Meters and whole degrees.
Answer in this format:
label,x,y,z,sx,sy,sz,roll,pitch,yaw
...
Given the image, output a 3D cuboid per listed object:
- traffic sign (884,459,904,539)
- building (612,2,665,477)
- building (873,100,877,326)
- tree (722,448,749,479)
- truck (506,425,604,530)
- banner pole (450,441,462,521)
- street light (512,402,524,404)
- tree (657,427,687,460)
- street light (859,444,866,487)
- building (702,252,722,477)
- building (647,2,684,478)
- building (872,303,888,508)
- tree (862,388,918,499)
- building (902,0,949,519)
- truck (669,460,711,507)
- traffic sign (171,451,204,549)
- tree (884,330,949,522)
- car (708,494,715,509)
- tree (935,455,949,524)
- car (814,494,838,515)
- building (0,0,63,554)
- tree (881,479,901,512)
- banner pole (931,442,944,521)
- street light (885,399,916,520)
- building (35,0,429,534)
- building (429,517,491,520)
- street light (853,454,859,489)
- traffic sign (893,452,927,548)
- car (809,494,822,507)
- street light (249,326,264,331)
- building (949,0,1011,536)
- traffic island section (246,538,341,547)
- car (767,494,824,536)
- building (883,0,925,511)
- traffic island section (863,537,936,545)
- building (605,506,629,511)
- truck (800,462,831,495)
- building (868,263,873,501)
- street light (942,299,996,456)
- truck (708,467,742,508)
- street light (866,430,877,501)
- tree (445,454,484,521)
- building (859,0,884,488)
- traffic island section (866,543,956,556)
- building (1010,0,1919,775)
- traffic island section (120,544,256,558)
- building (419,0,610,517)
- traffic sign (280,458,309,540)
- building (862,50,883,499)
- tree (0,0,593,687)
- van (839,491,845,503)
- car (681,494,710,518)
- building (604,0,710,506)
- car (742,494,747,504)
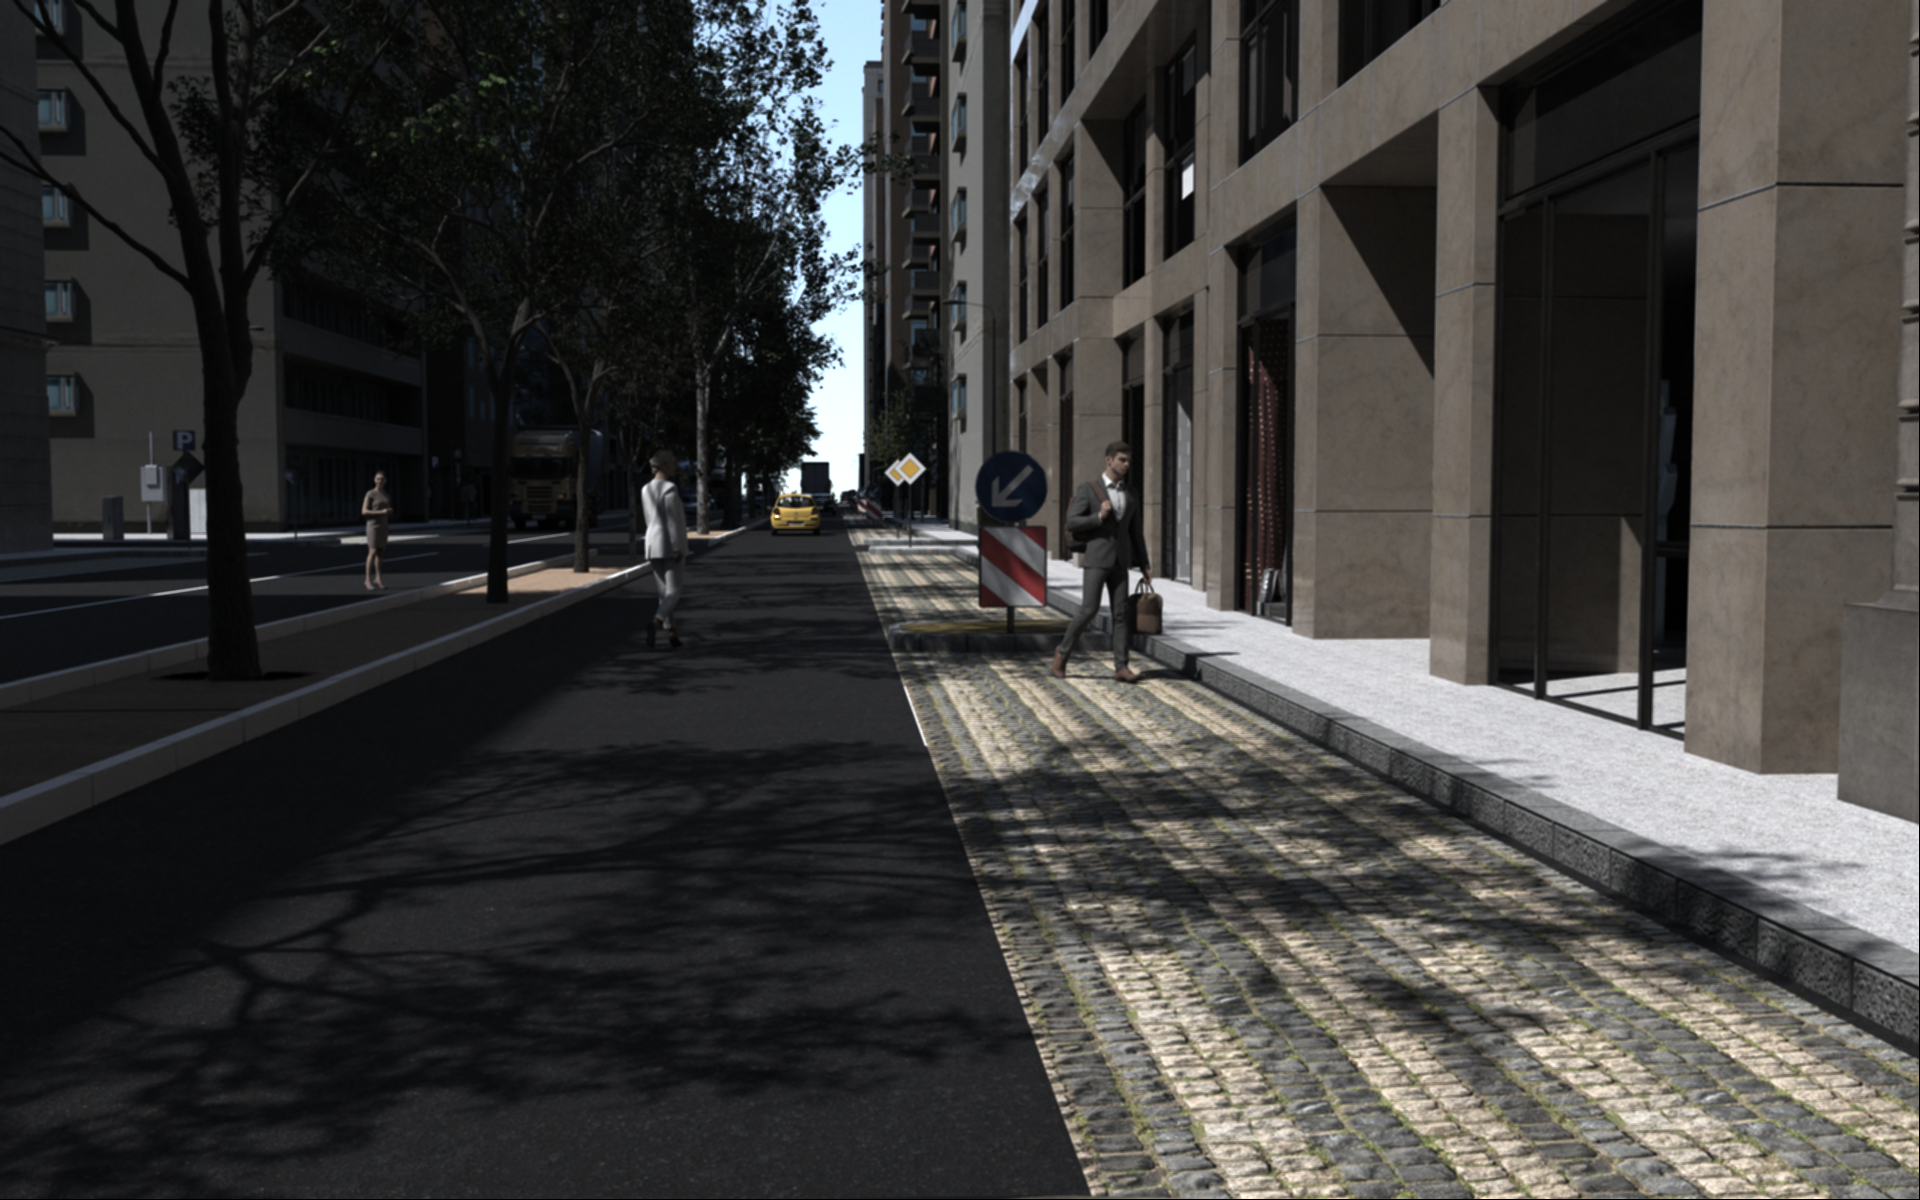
label,x,y,z,sx,sy,sz,roll,pitch,yaw
traffic sign,-1.773,-2.802,49.448,0.795,2.450,0.064,0,4,-4
building,-44.812,-35.943,176.905,28.713,52.752,27.495,0,4,-4
building,-2.578,-33.190,192.760,14.600,45.320,14.200,0,4,-4
tree,-37.704,-22.759,282.477,12.009,13.543,11.850,0,3,0
truck,-16.902,-5.128,72.759,2.839,4.237,11.283,0,4,-5
banner pole,-23.881,-5.628,82.031,0.401,3.779,0.863,2,4,31
street light,-22.733,-7.035,87.567,1.470,5.913,1.316,0,4,-4
tree,-31.744,-17.133,198.256,7.486,12.596,7.792,0,3,0
street light,-8.452,-11.572,161.738,1.470,5.913,1.316,0,4,-4
building,-43.982,-37.583,264.584,14.600,45.320,14.200,0,4,-4
building,-44.997,-55.438,219.090,22.319,86.520,31.000,0,4,-4
building,5.430,-20.008,172.174,27.650,21.520,28.899,0,4,-4
tree,-4.577,-10.331,119.280,4.737,8.622,4.395,0,3,0
building,8.002,-27.135,98.289,22.147,44.769,28.867,0,4,-4
truck,-22.210,-9.361,142.812,2.967,4.110,18.799,0,4,-6
traffic sign,-17.947,-2.242,40.293,0.795,2.450,0.064,0,4,-4
tree,-1.670,-7.837,78.501,4.360,8.622,3.978,0,3,0
car,-24.052,-9.246,163.169,2.014,1.417,4.499,0,4,-5
tree,-0.199,-4.913,74.929,1.663,3.219,1.824,0,3,0
car,-9.338,-6.474,117.650,2.131,1.459,4.920,0,4,-4
building,-41.544,-15.468,29.318,44.131,29.872,17.030,0,4,-4
tree,-4.928,-8.123,127.405,1.663,3.219,1.824,0,3,0
banner pole,-1.124,-5.736,83.805,0.863,3.779,0.401,3,5,43
street light,-2.869,-6.868,84.831,1.470,5.913,1.316,0,4,-4
building,-33.606,-26.975,64.742,21.300,48.544,21.600,0,4,-4
building,-32.131,-27.028,92.025,14.600,45.320,14.200,0,4,-4
street light,-11.356,-13.962,200.819,1.470,5.913,1.316,0,4,-4
traffic sign,-1.195,-2.314,41.483,0.795,2.450,0.064,0,4,-4
car,-9.181,-5.625,102.189,2.015,1.641,3.980,0,4,-4
street light,-19.944,-4.617,48.022,1.470,5.913,1.316,0,4,-4
building,10.365,-26.710,60.417,21.600,48.544,21.300,0,4,-4
traffic island section,-18.548,-1.592,48.317,2.009,0.180,2.903,0,4,-4
car,-5.780,-3.094,60.812,2.015,1.641,3.980,0,4,-6
building,0.542,-30.529,149.259,14.600,45.320,14.200,0,4,-4
traffic island section,-1.750,-1.666,49.527,2.009,0.180,2.903,0,4,-4
building,-39.133,-43.678,152.386,20.563,71.187,20.611,0,4,-4
truck,-13.034,-10.232,156.209,2.839,4.237,11.283,0,4,-5
building,-4.539,-27.250,217.235,14.160,30.474,14.107,0,4,-4
street light,0.275,-4.220,41.540,1.470,5.913,1.316,0,4,-4
truck,-24.390,-11.706,180.302,2.839,4.237,11.283,0,4,-3
street light,-5.810,-9.292,124.463,1.470,5.913,1.316,0,4,-4
tree,-23.856,-5.476,84.134,1.663,3.219,1.824,0,3,0
building,-4.388,-58.391,267.359,22.319,86.520,31.000,0,4,-4
traffic island section,-1.172,-1.179,41.562,2.009,0.180,2.903,0,4,-4
building,11.999,-13.469,24.726,19.350,26.468,34.151,0,4,-4
traffic island section,-17.970,-1.105,40.353,2.009,0.180,2.903,0,4,-4
building,-31.254,-28.391,114.305,14.600,45.320,14.200,0,4,-4
traffic sign,-18.525,-2.729,48.257,0.795,2.450,0.064,0,4,-4
building,-2.770,-42.571,238.027,21.231,58.520,28.212,0,4,-4
tree,-5.722,-5.194,13.141,9.928,11.665,9.643,0,3,0
van,-17.558,-15.826,265.769,2.013,2.044,4.112,0,4,-5
car,-15.908,-5.592,103.434,2.014,1.417,4.499,0,4,-3
building,-45.956,-49.406,246.034,20.563,71.187,20.611,0,4,-4
car,-28.093,-13.066,225.636,2.014,1.417,4.499,0,4,-5
